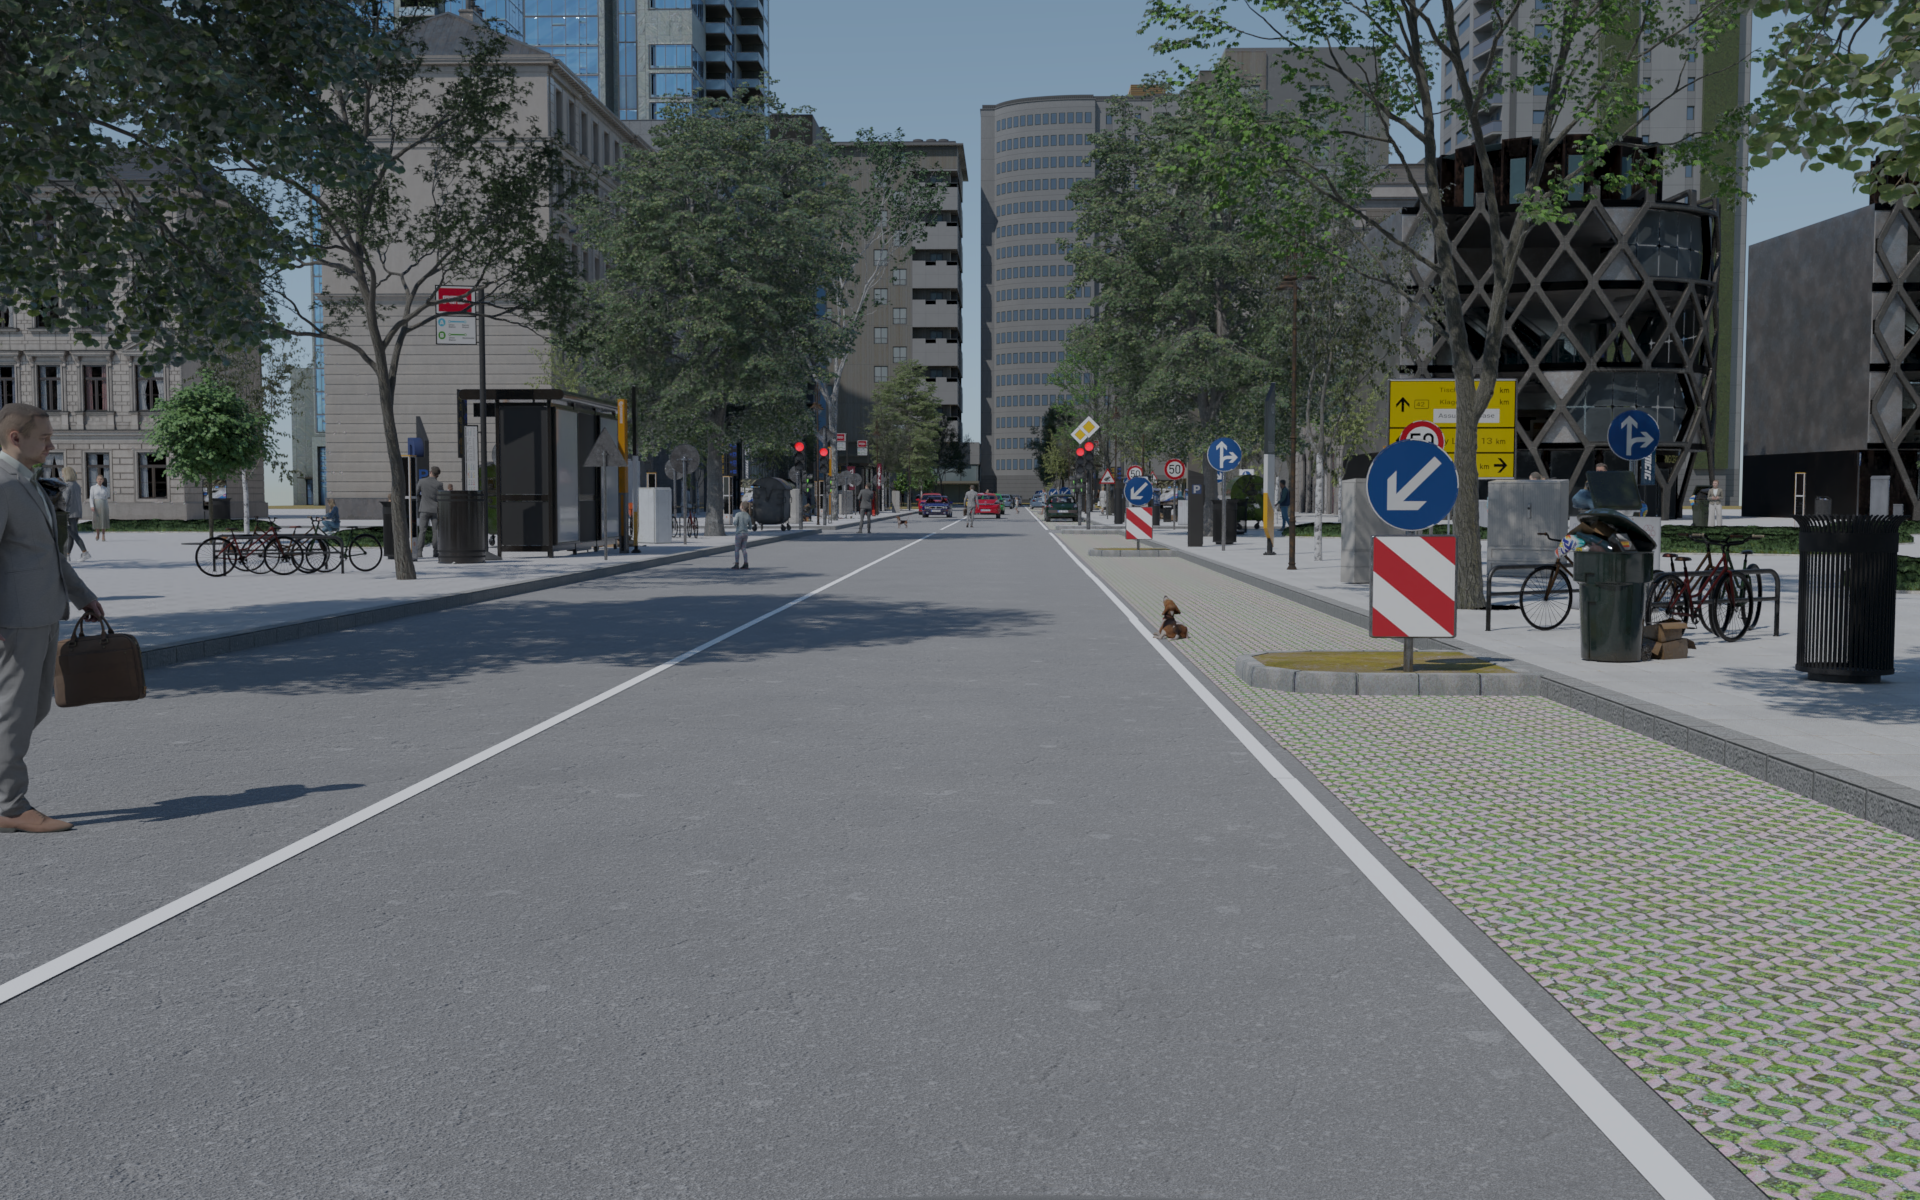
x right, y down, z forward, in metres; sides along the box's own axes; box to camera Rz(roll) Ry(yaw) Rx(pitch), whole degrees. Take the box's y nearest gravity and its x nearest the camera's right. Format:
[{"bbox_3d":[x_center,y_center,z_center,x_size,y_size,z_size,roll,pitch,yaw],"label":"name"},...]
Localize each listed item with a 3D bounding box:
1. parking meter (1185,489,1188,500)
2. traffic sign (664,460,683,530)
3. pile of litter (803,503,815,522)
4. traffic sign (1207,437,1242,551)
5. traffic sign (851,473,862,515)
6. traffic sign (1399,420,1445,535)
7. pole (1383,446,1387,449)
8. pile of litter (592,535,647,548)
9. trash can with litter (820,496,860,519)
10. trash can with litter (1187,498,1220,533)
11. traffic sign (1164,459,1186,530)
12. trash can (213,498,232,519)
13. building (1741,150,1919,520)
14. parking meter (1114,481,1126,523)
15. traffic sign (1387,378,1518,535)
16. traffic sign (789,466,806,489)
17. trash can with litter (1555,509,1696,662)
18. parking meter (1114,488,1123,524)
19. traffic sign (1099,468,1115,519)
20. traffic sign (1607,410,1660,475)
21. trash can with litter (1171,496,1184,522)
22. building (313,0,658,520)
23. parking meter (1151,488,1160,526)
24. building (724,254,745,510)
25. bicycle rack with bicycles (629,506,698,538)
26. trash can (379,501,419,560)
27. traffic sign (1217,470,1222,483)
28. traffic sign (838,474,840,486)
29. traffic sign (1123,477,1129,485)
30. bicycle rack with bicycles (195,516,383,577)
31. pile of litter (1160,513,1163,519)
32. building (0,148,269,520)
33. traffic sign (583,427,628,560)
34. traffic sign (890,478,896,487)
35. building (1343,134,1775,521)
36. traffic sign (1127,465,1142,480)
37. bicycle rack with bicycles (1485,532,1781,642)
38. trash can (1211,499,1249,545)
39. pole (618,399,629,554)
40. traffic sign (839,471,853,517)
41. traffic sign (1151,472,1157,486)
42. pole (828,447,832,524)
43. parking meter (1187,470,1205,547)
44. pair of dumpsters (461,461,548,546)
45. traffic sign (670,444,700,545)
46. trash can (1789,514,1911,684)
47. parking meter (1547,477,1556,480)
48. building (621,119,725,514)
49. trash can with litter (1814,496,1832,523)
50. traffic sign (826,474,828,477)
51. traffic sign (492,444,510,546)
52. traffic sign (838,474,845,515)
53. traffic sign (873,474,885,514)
[{"bbox_3d":[10.259,-4.231,77.592,0.372,1.533,0.369,0,3,0],"label":"parking meter"},{"bbox_3d":[-10.080,-3.739,61.243,0.768,2.556,0.104,0,4,7],"label":"traffic sign"},{"bbox_3d":[-7.370,-4.071,80.526,1.176,0.858,1.719,0,4,6],"label":"pile of litter"},{"bbox_3d":[5.954,-2.383,39.063,0.768,2.556,0.104,0,4,6],"label":"traffic sign"},{"bbox_3d":[-6.385,-6.458,105.689,0.768,2.556,0.104,0,4,2],"label":"traffic sign"},{"bbox_3d":[7.974,-1.827,29.980,0.768,2.556,0.104,0,4,8],"label":"traffic sign"},{"bbox_3d":[18.041,-4.875,73.553,0.158,3.312,0.155,0,3,0],"label":"pole"},{"bbox_3d":[-8.428,-1.723,42.138,1.719,0.858,1.176,-1,4,-20],"label":"pile of litter"},{"bbox_3d":[-6.298,-4.809,89.693,2.233,1.210,1.678,0,4,3],"label":"trash can with litter"},{"bbox_3d":[7.712,-2.637,54.499,1.055,1.170,0.624,0,4,-3],"label":"trash can with litter"},{"bbox_3d":[7.698,-3.795,62.150,0.768,2.556,0.104,0,4,4],"label":"traffic sign"},{"bbox_3d":[-26.718,-3.120,62.665,0.748,1.137,0.748,0,3,0],"label":"trash can"},{"bbox_3d":[52.580,-13.579,89.473,16.811,18.784,16.820,0,4,2],"label":"building"},{"bbox_3d":[7.224,-4.409,77.798,0.399,1.863,0.255,-1,4,-13],"label":"parking meter"},{"bbox_3d":[8.651,-2.242,30.535,2.265,3.308,0.079,0,4,2],"label":"traffic sign"},{"bbox_3d":[-7.223,-4.702,76.977,0.768,2.556,0.104,0,4,6],"label":"traffic sign"},{"bbox_3d":[5.199,-0.128,13.476,1.055,1.170,0.624,-2,4,-31],"label":"trash can with litter"},{"bbox_3d":[6.754,-3.996,73.744,0.372,1.533,0.369,0,3,0],"label":"parking meter"},{"bbox_3d":[7.491,-5.375,87.890,0.884,2.594,0.081,1,4,11],"label":"traffic sign"},{"bbox_3d":[10.208,-1.604,26.336,0.768,2.556,0.104,0,4,7],"label":"traffic sign"},{"bbox_3d":[10.234,-4.272,81.226,0.624,1.170,1.055,2,4,23],"label":"trash can with litter"},{"bbox_3d":[-25.348,-18.340,97.123,12.463,27.353,25.104,0,4,2],"label":"building"},{"bbox_3d":[7.906,-3.770,70.055,0.372,1.533,0.369,0,3,0],"label":"parking meter"},{"bbox_3d":[-24.479,-18.838,137.676,12.332,23.373,15.834,0,4,2],"label":"building"},{"bbox_3d":[-8.876,-2.277,50.603,2.852,0.926,2.925,-1,4,-13],"label":"bicycle rack with bicycles"},{"bbox_3d":[-11.042,-1.373,34.106,0.748,1.137,0.748,0,3,0],"label":"trash can"},{"bbox_3d":[11.798,-4.861,79.580,0.768,2.556,0.104,0,4,6],"label":"traffic sign"},{"bbox_3d":[-7.583,-6.530,106.865,0.768,2.556,0.104,1,4,12],"label":"traffic sign"},{"bbox_3d":[12.384,-7.772,127.180,0.768,2.556,0.104,1,4,9],"label":"traffic sign"},{"bbox_3d":[-10.922,-0.905,28.176,2.925,0.926,2.852,-2,4,-27],"label":"bicycle rack with bicycles"},{"bbox_3d":[10.069,-4.559,88.511,1.719,0.858,1.176,-1,4,-16],"label":"pile of litter"},{"bbox_3d":[-47.114,-13.780,89.935,19.286,19.102,10.561,0,4,2],"label":"building"},{"bbox_3d":[-6.875,-2.052,33.557,0.884,2.594,0.081,0,4,4],"label":"traffic sign"},{"bbox_3d":[-5.269,-8.487,138.763,0.884,2.594,0.081,1,4,11],"label":"traffic sign"},{"bbox_3d":[30.127,-13.652,90.654,16.811,18.784,16.820,0,4,2],"label":"building"},{"bbox_3d":[7.748,-4.678,76.595,0.768,2.556,0.104,0,4,7],"label":"traffic sign"},{"bbox_3d":[6.359,-0.152,15.861,2.925,0.926,2.852,-2,4,-29],"label":"bicycle rack with bicycles"},{"bbox_3d":[6.715,-1.974,43.931,0.748,1.137,0.748,0,3,0],"label":"trash can"},{"bbox_3d":[-7.261,-2.661,37.355,0.158,3.312,0.155,0,3,0],"label":"pole"},{"bbox_3d":[-6.162,-5.721,93.647,0.768,2.556,0.104,0,4,4],"label":"traffic sign"},{"bbox_3d":[10.737,-5.913,96.675,0.884,2.594,0.081,0,4,4],"label":"traffic sign"},{"bbox_3d":[-5.630,-4.962,74.965,0.158,3.312,0.155,0,3,0],"label":"pole"},{"bbox_3d":[5.748,-2.227,42.119,0.399,1.863,0.255,0,4,0],"label":"parking meter"},{"bbox_3d":[-11.042,-2.480,43.040,1.574,2.255,4.437,0,4,2],"label":"pair of dumpsters"},{"bbox_3d":[-6.972,-2.677,43.873,0.768,2.556,0.104,0,4,4],"label":"traffic sign"},{"bbox_3d":[6.097,-0.016,11.911,0.748,1.137,0.748,0,3,0],"label":"trash can"},{"bbox_3d":[20.577,-3.349,60.471,0.399,1.863,0.255,0,4,-5],"label":"parking meter"},{"bbox_3d":[-23.937,-18.455,119.758,12.078,24.808,19.932,0,4,2],"label":"building"},{"bbox_3d":[29.849,-3.044,60.821,2.233,1.210,1.678,1,4,12],"label":"trash can with litter"},{"bbox_3d":[-7.064,-5.797,94.890,0.768,2.556,0.104,1,4,8],"label":"traffic sign"},{"bbox_3d":[-10.342,-2.415,39.592,0.768,2.556,0.104,0,4,8],"label":"traffic sign"},{"bbox_3d":[-7.063,-6.400,104.743,0.768,2.556,0.104,0,4,3],"label":"traffic sign"},{"bbox_3d":[-5.128,-6.680,109.326,0.768,2.556,0.104,0,4,5],"label":"traffic sign"}]
